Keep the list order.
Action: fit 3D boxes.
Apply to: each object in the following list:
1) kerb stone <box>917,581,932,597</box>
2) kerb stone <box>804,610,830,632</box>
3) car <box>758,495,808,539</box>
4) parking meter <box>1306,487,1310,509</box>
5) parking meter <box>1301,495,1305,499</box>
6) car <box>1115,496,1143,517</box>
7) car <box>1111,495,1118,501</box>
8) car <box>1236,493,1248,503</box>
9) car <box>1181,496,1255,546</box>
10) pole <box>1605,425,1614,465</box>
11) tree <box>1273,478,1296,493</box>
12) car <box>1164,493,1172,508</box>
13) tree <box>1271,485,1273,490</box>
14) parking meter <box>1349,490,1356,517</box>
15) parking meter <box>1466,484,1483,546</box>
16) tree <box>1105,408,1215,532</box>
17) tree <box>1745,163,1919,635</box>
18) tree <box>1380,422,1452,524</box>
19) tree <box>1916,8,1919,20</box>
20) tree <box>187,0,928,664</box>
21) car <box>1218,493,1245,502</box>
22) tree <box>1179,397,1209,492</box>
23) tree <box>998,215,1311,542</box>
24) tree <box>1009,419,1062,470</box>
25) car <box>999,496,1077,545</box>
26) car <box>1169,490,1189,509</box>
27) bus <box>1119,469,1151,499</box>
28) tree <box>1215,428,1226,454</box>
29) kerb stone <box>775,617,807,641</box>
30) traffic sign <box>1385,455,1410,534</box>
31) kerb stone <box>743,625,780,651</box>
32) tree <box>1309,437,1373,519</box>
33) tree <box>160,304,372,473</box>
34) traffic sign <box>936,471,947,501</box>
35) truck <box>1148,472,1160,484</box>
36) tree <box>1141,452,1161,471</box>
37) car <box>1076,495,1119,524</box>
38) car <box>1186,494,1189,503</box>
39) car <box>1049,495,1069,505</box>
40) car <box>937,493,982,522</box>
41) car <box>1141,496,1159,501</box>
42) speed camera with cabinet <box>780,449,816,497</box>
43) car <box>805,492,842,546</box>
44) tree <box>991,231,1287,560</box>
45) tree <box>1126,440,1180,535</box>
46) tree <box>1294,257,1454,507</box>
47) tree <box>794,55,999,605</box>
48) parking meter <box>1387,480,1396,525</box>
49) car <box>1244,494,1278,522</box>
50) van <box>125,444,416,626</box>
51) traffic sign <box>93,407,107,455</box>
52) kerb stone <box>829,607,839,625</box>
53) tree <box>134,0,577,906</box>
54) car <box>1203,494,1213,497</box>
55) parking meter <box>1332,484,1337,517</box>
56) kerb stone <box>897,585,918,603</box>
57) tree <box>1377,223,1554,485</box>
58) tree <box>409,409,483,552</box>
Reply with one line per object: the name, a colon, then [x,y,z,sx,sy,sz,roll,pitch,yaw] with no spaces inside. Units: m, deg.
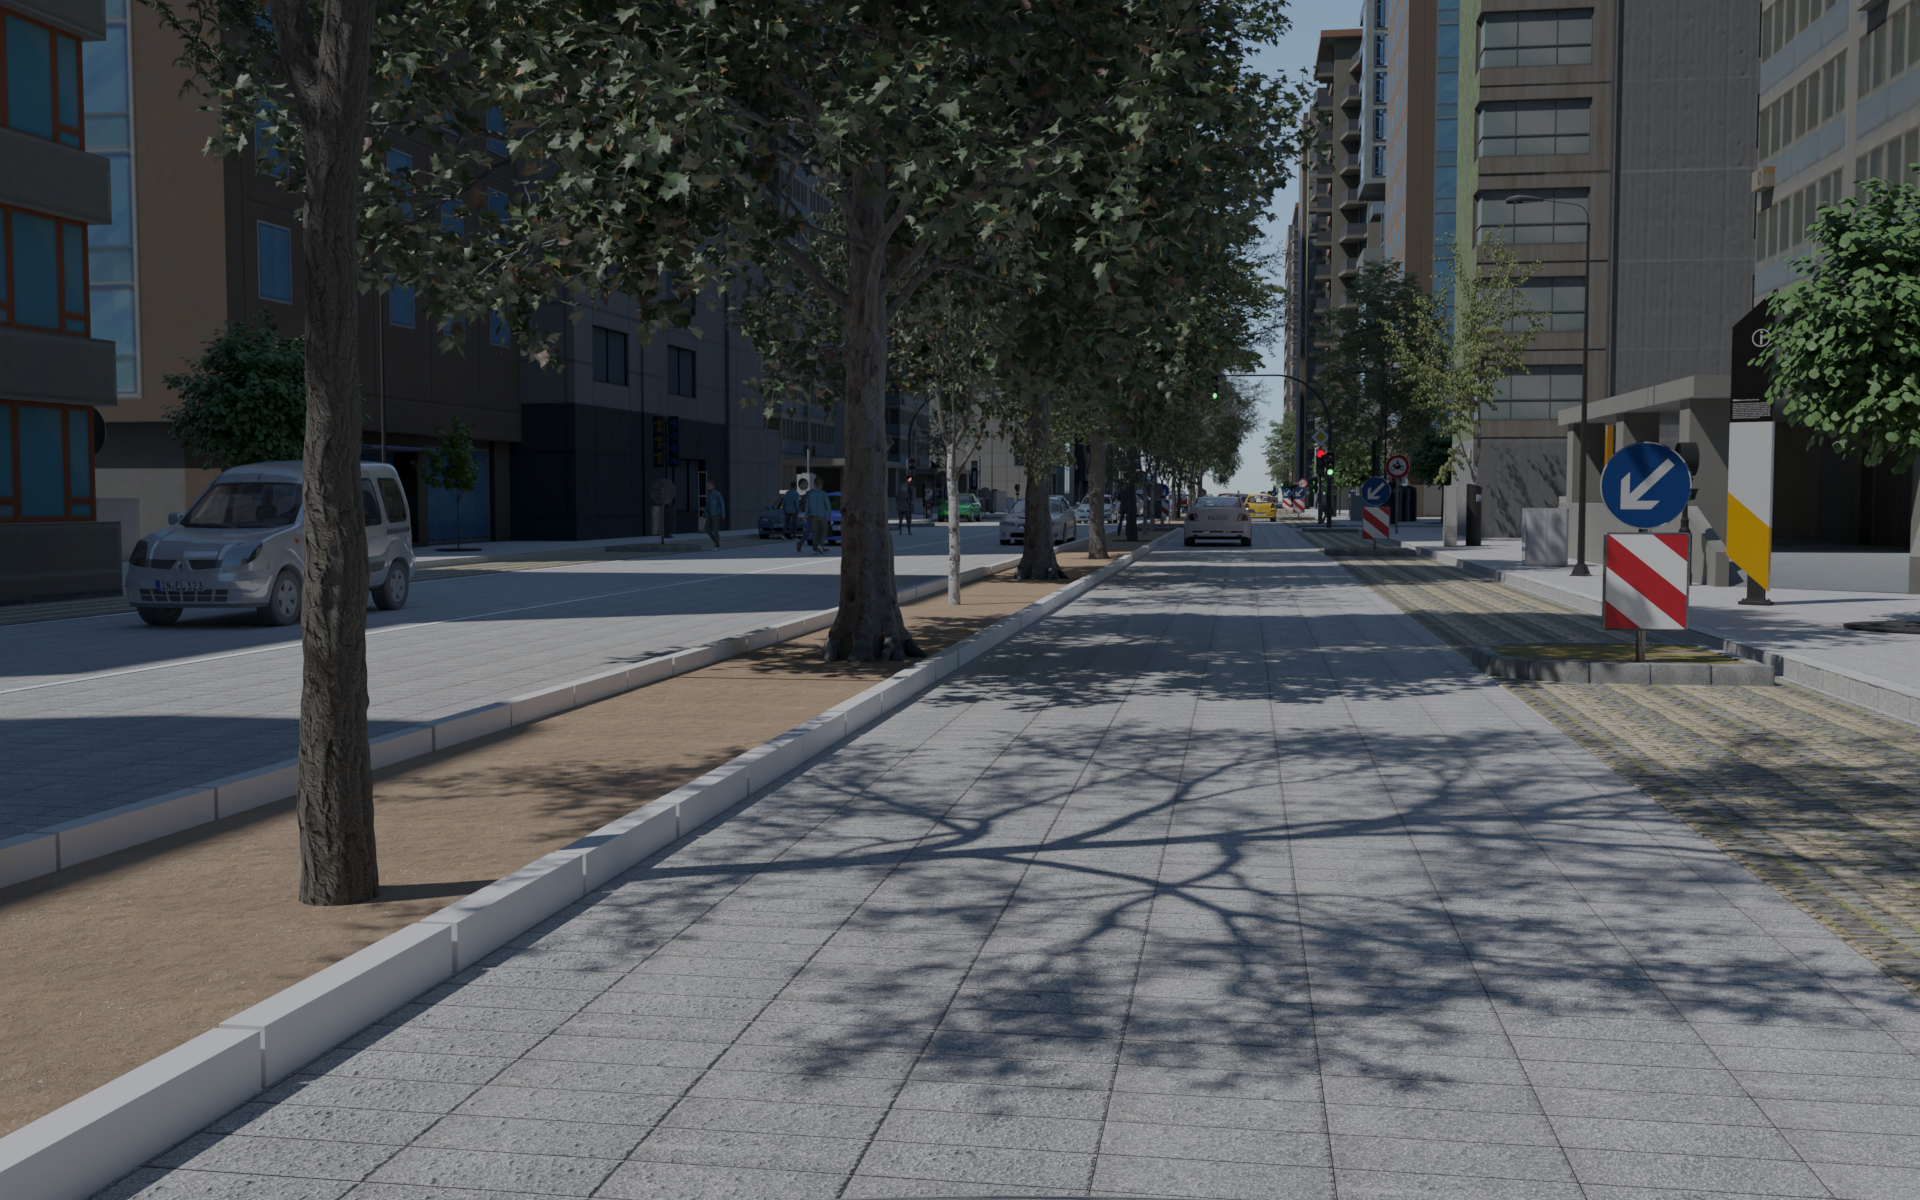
kerb stone: [-0.570,-0.124,24.252,0.120,0.150,1.000,1,4,9]
kerb stone: [-1.566,0.245,18.185,0.120,0.150,1.000,1,4,9]
car: [-5.255,-2.720,56.472,2.014,1.417,4.499,1,4,9]
parking meter: [29.276,-8.561,145.682,0.255,1.863,0.399,2,4,34]
parking meter: [27.711,-8.048,139.998,0.372,1.533,0.369,0,3,0]
car: [10.594,-5.947,109.594,2.083,1.381,4.827,1,4,11]
car: [17.313,-11.095,193.982,1.945,1.354,3.894,1,4,9]
car: [19.389,-6.802,120.252,2.155,1.783,4.494,1,4,9]
car: [7.292,-2.238,48.958,2.083,1.381,4.827,1,4,9]
pole: [16.865,-3.132,45.051,0.158,3.312,0.155,0,3,0]
tree: [41.067,-13.716,218.853,1.663,3.219,1.824,0,3,0]
car: [18.041,-8.742,152.524,1.945,1.707,3.694,1,4,9]
tree: [53.397,-18.316,294.064,1.663,3.219,1.824,0,3,0]
parking meter: [21.640,-5.326,95.493,0.372,1.533,0.369,0,3,0]
parking meter: [12.652,-2.093,42.638,0.372,1.533,0.369,0,3,0]
tree: [7.230,-6.880,65.307,4.737,8.622,4.395,0,3,0]
tree: [9.133,-1.984,16.156,4.285,4.588,4.351,0,3,0]
tree: [20.738,-5.536,74.219,4.285,4.588,4.351,0,3,0]
tree: [6.652,-3.520,7.908,4.360,8.622,3.978,0,3,0]
tree: [-0.820,-5.819,14.600,9.611,12.733,9.660,0,3,0]
car: [16.658,-6.020,107.460,2.155,1.783,4.494,0,4,8]
tree: [6.443,-6.557,60.031,4.360,8.622,3.978,0,3,0]
tree: [5.160,-8.495,51.713,12.009,13.543,11.850,0,3,0]
tree: [6.807,-11.920,145.250,4.737,8.622,4.395,0,3,0]
car: [2.303,-2.315,50.207,2.083,1.381,4.827,1,4,10]
car: [20.489,-9.467,163.452,2.281,1.827,5.304,1,4,9]
bus: [18.128,-11.338,176.925,2.896,3.916,12.252,1,4,9]
tree: [16.023,-10.057,117.255,4.737,8.622,4.395,0,3,0]
kerb stone: [-1.731,0.307,17.176,0.120,0.150,1.000,1,4,9]
traffic sign: [14.120,-3.415,55.947,0.768,2.556,0.104,1,4,13]
kerb stone: [-1.899,0.369,16.168,0.120,0.150,1.000,1,4,9]
tree: [21.002,-6.559,90.959,4.285,4.588,4.351,0,3,0]
tree: [-11.952,-2.832,30.022,4.285,4.588,4.351,0,3,0]
traffic sign: [-0.949,-5.779,94.597,0.768,2.556,0.104,1,4,17]
truck: [23.088,-13.460,209.829,2.967,4.110,18.799,1,4,9]
tree: [32.978,-23.363,307.734,9.928,11.665,9.643,0,3,0]
car: [6.723,-4.430,84.436,2.014,1.417,4.499,1,4,10]
car: [24.267,-11.052,189.499,1.959,1.807,4.718,1,4,9]
car: [5.386,-5.504,102.347,2.083,1.381,4.827,1,4,10]
car: [-0.008,-4.904,88.984,1.959,1.807,4.718,1,4,9]
car: [14.411,-7.378,130.423,2.009,1.686,4.222,1,4,11]
speed camera with cabinet: [-7.408,-5.057,77.018,2.038,3.252,0.660,2,4,28]
car: [-3.240,-2.424,49.230,1.945,1.707,3.694,1,4,9]
tree: [3.045,-7.123,37.053,7.486,12.596,7.792,0,3,0]
tree: [3.307,-5.529,43.221,4.360,8.622,3.978,0,3,0]
tree: [20.524,-10.097,83.219,7.486,12.596,7.792,0,3,0]
tree: [-0.095,-4.217,21.772,4.360,8.622,3.978,0,3,0]
parking meter: [18.175,-4.111,72.924,0.399,1.863,0.255,-3,5,-40]
car: [15.424,-4.843,89.411,2.015,1.641,3.980,0,4,8]
van: [-7.929,-0.805,20.169,2.013,2.044,4.112,0,4,8]
traffic sign: [-12.403,-1.493,24.522,0.768,2.556,0.104,1,4,18]
kerb stone: [-1.403,0.184,19.194,0.120,0.150,1.000,1,4,9]
tree: [-2.272,-4.195,5.456,8.767,10.594,7.601,1,4,9]
car: [43.470,-17.890,302.286,2.009,1.686,4.222,1,4,10]
parking meter: [21.060,-5.622,97.636,0.255,1.863,0.399,-1,4,-15]
kerb stone: [-0.744,-0.059,23.239,0.120,0.150,1.000,1,4,9]
tree: [13.767,-5.909,46.970,4.737,8.622,4.395,0,3,0]
tree: [-11.273,-2.721,39.088,1.663,3.219,1.824,0,3,0]
